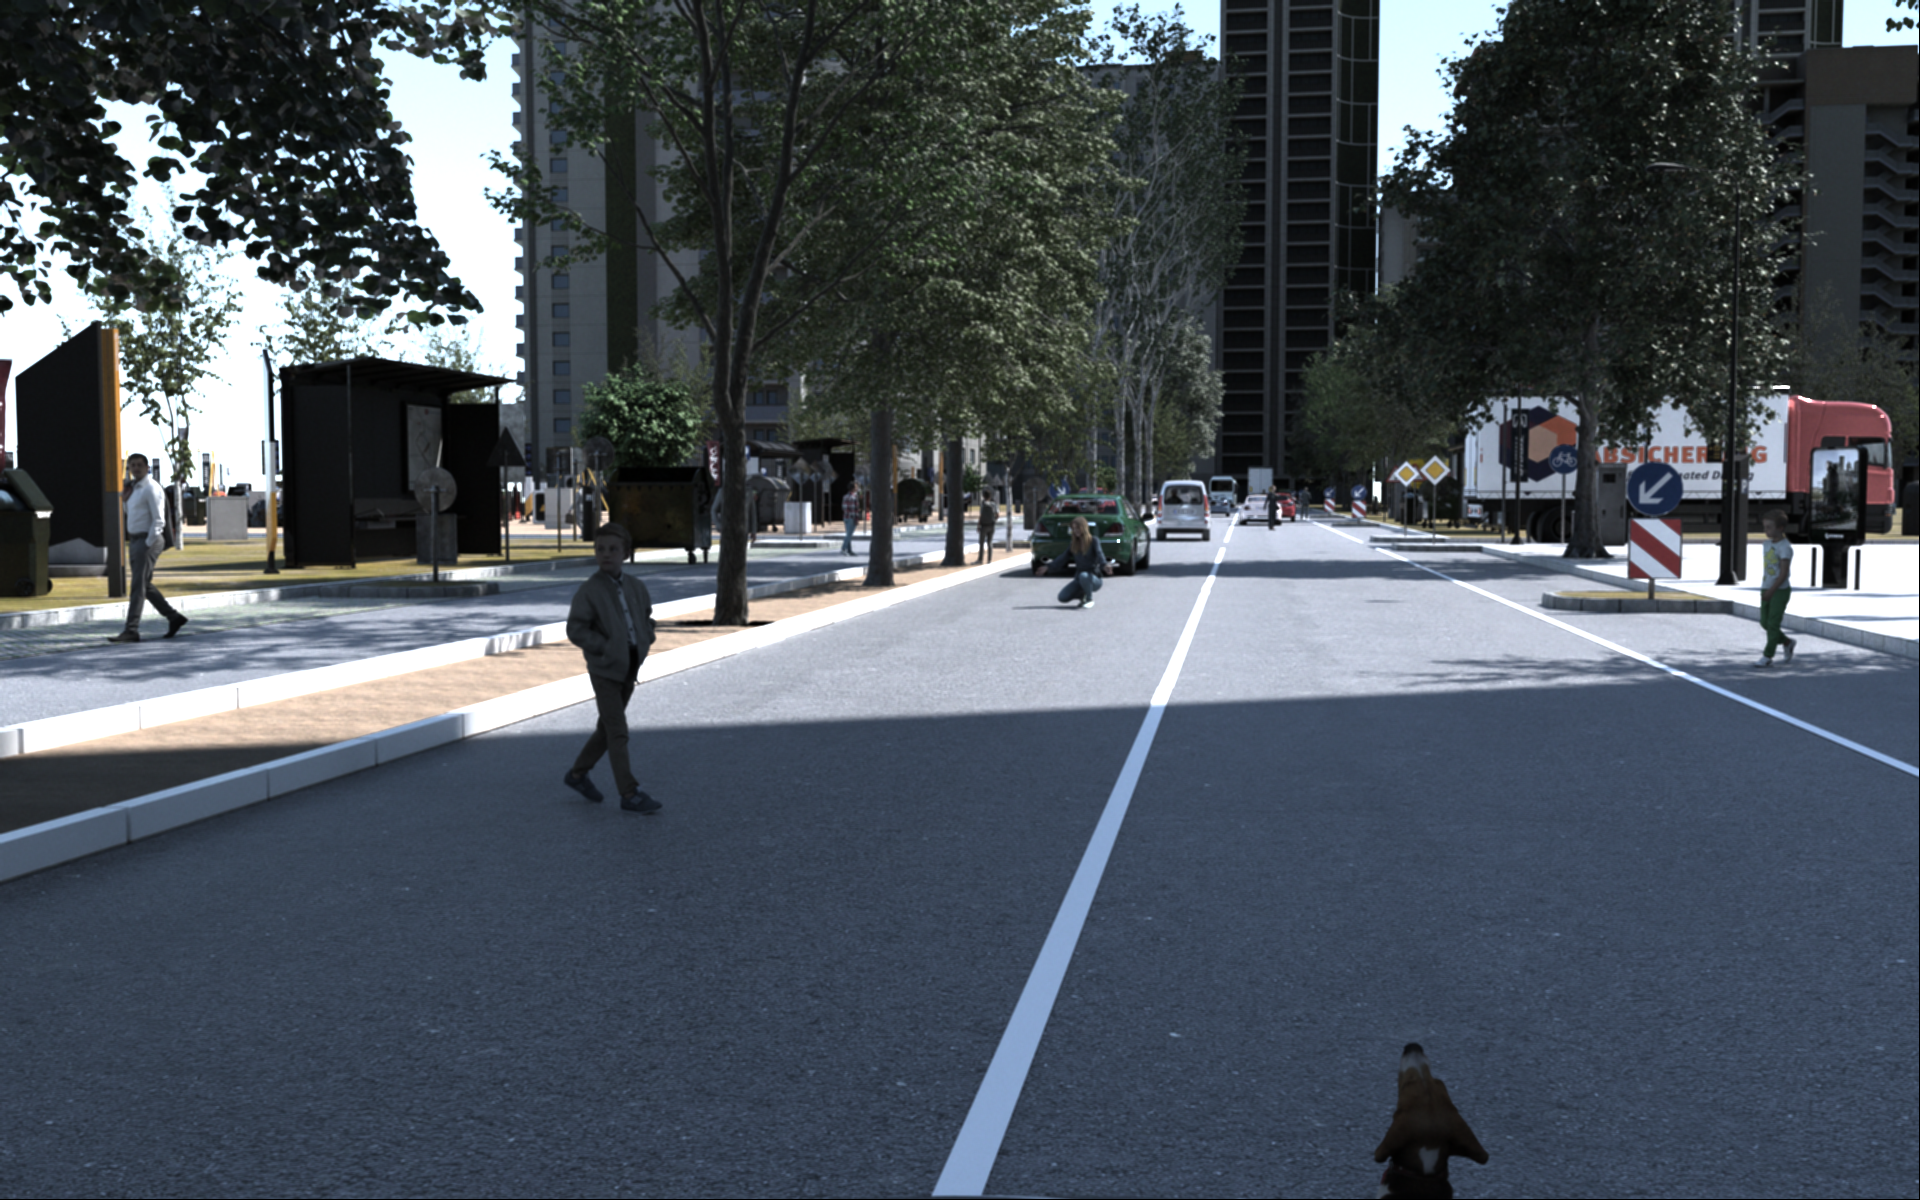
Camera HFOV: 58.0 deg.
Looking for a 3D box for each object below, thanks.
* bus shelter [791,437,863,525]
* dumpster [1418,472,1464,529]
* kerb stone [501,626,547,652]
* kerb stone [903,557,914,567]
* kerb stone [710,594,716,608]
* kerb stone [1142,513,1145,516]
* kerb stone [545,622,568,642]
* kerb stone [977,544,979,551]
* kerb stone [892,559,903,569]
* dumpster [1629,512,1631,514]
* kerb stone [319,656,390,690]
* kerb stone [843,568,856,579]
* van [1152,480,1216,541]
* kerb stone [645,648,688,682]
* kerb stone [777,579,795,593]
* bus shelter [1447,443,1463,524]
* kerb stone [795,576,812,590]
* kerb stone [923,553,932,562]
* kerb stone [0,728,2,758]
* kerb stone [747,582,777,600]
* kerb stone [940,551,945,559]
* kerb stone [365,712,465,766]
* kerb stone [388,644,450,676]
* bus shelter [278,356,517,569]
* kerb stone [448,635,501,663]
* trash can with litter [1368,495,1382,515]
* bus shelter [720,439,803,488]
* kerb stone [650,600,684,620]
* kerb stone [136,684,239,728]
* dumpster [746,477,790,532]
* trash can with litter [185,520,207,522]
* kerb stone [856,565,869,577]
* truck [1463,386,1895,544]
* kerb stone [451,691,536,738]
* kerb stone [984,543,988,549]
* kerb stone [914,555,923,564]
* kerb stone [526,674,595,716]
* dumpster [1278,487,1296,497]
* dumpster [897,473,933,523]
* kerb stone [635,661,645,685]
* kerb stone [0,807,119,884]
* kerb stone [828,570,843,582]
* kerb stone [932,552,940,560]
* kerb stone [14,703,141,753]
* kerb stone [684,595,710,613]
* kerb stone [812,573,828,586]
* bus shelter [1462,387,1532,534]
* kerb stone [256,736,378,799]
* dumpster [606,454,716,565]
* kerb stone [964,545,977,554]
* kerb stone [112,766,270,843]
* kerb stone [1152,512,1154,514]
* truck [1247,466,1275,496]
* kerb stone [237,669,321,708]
[{"bbox_3d":[-5.712,-5.119,74.974,1.731,3.624,6.357,1,4,9],"label":"bus shelter"},{"bbox_3d":[18.109,-3.838,65.245,1.502,2.255,1.985,1,4,9],"label":"dumpster"},{"bbox_3d":[-4.111,0.379,16.069,0.120,0.150,1.000,1,4,9],"label":"kerb stone"},{"bbox_3d":[-1.116,-0.731,34.244,0.120,0.150,1.000,1,4,9],"label":"kerb stone"},{"bbox_3d":[-3.110,0.007,22.119,0.120,0.150,1.000,1,4,9],"label":"kerb stone"},{"bbox_3d":[12.654,-5.848,117.817,0.120,0.150,1.000,1,4,9],"label":"kerb stone"},{"bbox_3d":[-3.946,0.313,17.078,0.120,0.150,1.000,1,4,9],"label":"kerb stone"},{"bbox_3d":[0.387,-1.293,43.355,0.120,0.150,1.000,1,4,9],"label":"kerb stone"},{"bbox_3d":[-1.293,-0.673,33.237,0.120,0.150,1.000,1,4,9],"label":"kerb stone"},{"bbox_3d":[20.340,-3.183,54.534,1.502,2.255,1.985,1,4,9],"label":"dumpster"},{"bbox_3d":[-4.611,0.564,13.040,0.120,0.150,1.000,1,4,9],"label":"kerb stone"},{"bbox_3d":[-1.958,-0.425,29.187,0.120,0.150,1.000,1,4,9],"label":"kerb stone"},{"bbox_3d":[7.024,-2.893,54.308,2.013,2.044,4.112,1,4,8],"label":"van"},{"bbox_3d":[-2.382,0.521,13.673,0.120,0.150,1.000,1,4,9],"label":"kerb stone"},{"bbox_3d":[-2.621,-0.181,25.152,0.120,0.150,1.000,1,4,9],"label":"kerb stone"},{"bbox_3d":[21.959,-5.864,73.515,2.179,5.291,8.768,1,4,10],"label":"bus shelter"},{"bbox_3d":[-2.454,-0.242,26.160,0.120,0.150,1.000,1,4,9],"label":"kerb stone"},{"bbox_3d":[-0.791,-0.861,36.266,0.120,0.150,1.000,1,4,9],"label":"kerb stone"},{"bbox_3d":[-5.287,0.808,8.980,0.120,0.150,1.000,1,4,9],"label":"kerb stone"},{"bbox_3d":[-2.781,-0.118,24.141,0.120,0.150,1.000,1,4,9],"label":"kerb stone"},{"bbox_3d":[-0.448,-0.984,38.286,0.120,0.150,1.000,1,4,9],"label":"kerb stone"},{"bbox_3d":[-3.047,0.774,9.634,0.120,0.150,1.000,1,4,9],"label":"kerb stone"},{"bbox_3d":[-4.445,0.500,14.049,0.120,0.150,1.000,1,4,9],"label":"kerb stone"},{"bbox_3d":[-10.427,-2.534,32.715,1.731,3.624,6.357,1,4,9],"label":"bus shelter"},{"bbox_3d":[-4.278,0.437,15.057,0.120,0.150,1.000,1,4,9],"label":"kerb stone"},{"bbox_3d":[24.934,-5.724,104.648,1.678,1.210,2.233,2,4,25],"label":"trash can with litter"},{"bbox_3d":[-7.559,-4.360,65.207,2.014,3.302,5.546,1,4,9],"label":"bus shelter"},{"bbox_3d":[-3.448,0.128,20.103,0.120,0.150,1.000,1,4,9],"label":"kerb stone"},{"bbox_3d":[-4.948,0.684,11.019,0.120,0.150,1.000,1,4,9],"label":"kerb stone"},{"bbox_3d":[-6.613,-3.254,58.969,1.264,1.857,1.865,1,4,10],"label":"dumpster"},{"bbox_3d":[-34.954,-4.133,78.629,1.678,1.210,2.233,1,4,18],"label":"trash can with litter"},{"bbox_3d":[-1.780,-0.484,30.199,0.120,0.150,1.000,1,4,9],"label":"kerb stone"},{"bbox_3d":[19.508,-3.529,46.612,11.283,4.237,2.839,1,4,9],"label":"truck"},{"bbox_3d":[-2.882,0.709,10.643,0.120,0.150,1.000,1,4,9],"label":"kerb stone"},{"bbox_3d":[0.545,-1.353,44.367,0.120,0.150,1.000,1,4,9],"label":"kerb stone"},{"bbox_3d":[-0.958,-0.791,35.258,0.120,0.150,1.000,1,4,9],"label":"kerb stone"},{"bbox_3d":[-2.718,0.645,11.651,0.120,0.150,1.000,1,4,9],"label":"kerb stone"},{"bbox_3d":[36.715,-11.601,194.624,1.985,2.255,1.502,1,4,9],"label":"dumpster"},{"bbox_3d":[-2.120,-4.627,78.141,1.502,2.255,1.985,1,4,9],"label":"dumpster"},{"bbox_3d":[-2.553,0.584,12.665,0.120,0.150,1.000,1,4,9],"label":"kerb stone"},{"bbox_3d":[-3.550,0.955,6.600,0.120,0.150,1.000,1,4,9],"label":"kerb stone"},{"bbox_3d":[-2.126,-0.366,28.179,0.120,0.150,1.000,1,4,9],"label":"kerb stone"},{"bbox_3d":[-0.626,-0.921,37.275,0.120,0.150,1.000,1,4,9],"label":"kerb stone"},{"bbox_3d":[-5.114,0.746,10.001,0.120,0.150,1.000,1,4,9],"label":"kerb stone"},{"bbox_3d":[-3.284,0.066,21.112,0.120,0.150,1.000,1,4,9],"label":"kerb stone"},{"bbox_3d":[-2.285,-0.304,27.169,0.120,0.150,1.000,1,4,9],"label":"kerb stone"},{"bbox_3d":[19.041,-5.006,59.474,2.179,5.291,8.768,1,4,9],"label":"bus shelter"},{"bbox_3d":[-3.215,0.836,8.623,0.120,0.150,1.000,1,4,9],"label":"kerb stone"},{"bbox_3d":[-6.126,-1.866,35.465,1.985,2.255,1.502,1,4,10],"label":"dumpster"},{"bbox_3d":[0.215,-1.233,42.347,0.120,0.150,1.000,1,4,9],"label":"kerb stone"},{"bbox_3d":[-3.380,0.895,7.615,0.120,0.150,1.000,1,4,9],"label":"kerb stone"},{"bbox_3d":[14.161,-6.401,126.939,0.120,0.150,1.000,1,4,9],"label":"kerb stone"},{"bbox_3d":[31.070,-11.621,178.919,2.839,4.237,11.283,1,4,10],"label":"truck"},{"bbox_3d":[-4.774,0.622,12.031,0.120,0.150,1.000,1,4,9],"label":"kerb stone"}]
